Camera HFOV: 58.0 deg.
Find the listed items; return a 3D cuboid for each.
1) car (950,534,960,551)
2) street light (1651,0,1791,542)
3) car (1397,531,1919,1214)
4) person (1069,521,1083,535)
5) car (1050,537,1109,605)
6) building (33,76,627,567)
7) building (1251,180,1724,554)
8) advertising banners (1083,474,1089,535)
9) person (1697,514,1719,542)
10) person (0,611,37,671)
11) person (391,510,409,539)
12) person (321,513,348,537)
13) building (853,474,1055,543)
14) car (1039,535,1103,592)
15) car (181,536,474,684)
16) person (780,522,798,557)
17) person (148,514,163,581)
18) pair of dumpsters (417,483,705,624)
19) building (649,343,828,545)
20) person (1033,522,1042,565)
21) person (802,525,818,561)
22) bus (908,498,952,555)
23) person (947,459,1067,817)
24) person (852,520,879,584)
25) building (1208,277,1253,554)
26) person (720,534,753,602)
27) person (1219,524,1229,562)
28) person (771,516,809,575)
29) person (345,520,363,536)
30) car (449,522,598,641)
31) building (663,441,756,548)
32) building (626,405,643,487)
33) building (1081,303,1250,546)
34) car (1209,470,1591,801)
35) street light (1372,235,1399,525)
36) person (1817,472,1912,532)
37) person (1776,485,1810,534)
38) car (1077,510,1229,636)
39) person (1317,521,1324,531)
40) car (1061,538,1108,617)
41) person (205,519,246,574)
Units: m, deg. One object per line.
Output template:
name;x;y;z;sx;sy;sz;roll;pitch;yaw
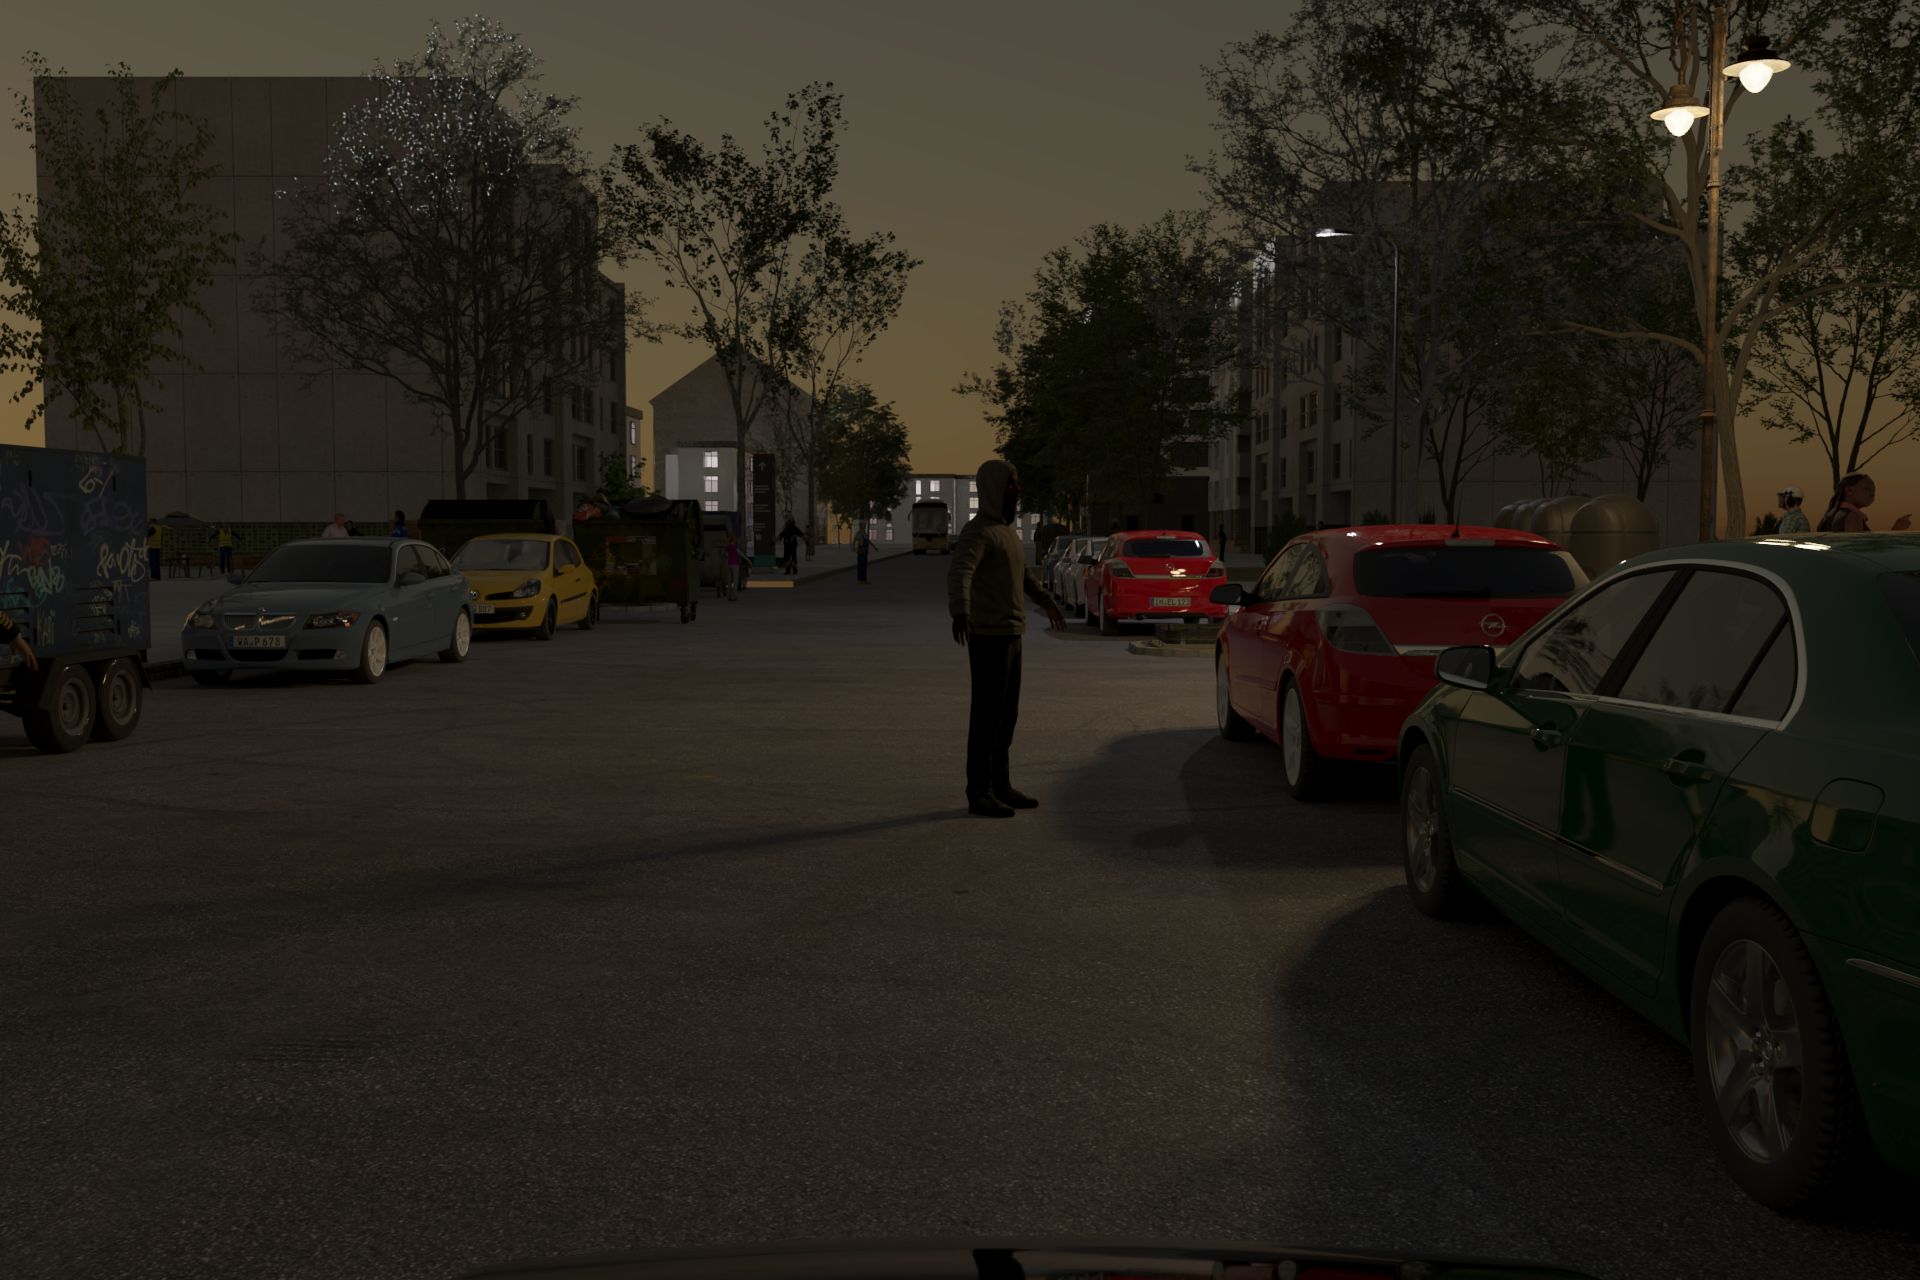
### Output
car;-0.510;-7.332;131.669;2.131;1.459;4.920;0;4;-1
street light;6.043;-2.517;13.947;0.468;5.910;1.993;0;4;1
car;2.616;0.411;5.071;2.131;1.459;4.920;0;4;1
person;5.237;-4.351;76.996;1.347;1.847;0.705;-1;4;-13
car;2.957;-1.458;36.195;2.083;1.381;4.827;0;3;0
building;-27.384;-13.248;83.064;16.747;18.905;31.486;0;3;0
building;26.835;-14.000;95.351;16.747;18.905;31.486;0;4;1
advertising banners;3.741;-3.381;51.469;0.090;3.025;2.074;0;4;1
person;19.416;-2.371;44.924;1.344;1.810;0.704;-3;5;-42
person;-4.191;0.120;6.428;1.347;1.837;0.705;-2;4;-25
person;-12.974;-2.082;40.023;0.704;1.831;1.345;0;4;0
person;-12.610;-1.722;35.136;0.436;1.711;0.756;3;4;38
building;-0.764;-18.131;241.052;28.070;9.664;9.099;0;4;-1
car;3.055;-1.985;44.465;2.014;1.417;4.499;0;4;-1
car;-6.418;-0.371;18.069;2.014;1.417;4.499;0;4;1
person;-7.632;-4.308;76.664;0.704;1.802;1.346;-3;5;-40
person;-22.065;-2.531;47.344;0.705;1.833;1.349;0;4;-2
pair of dumpsters;-6.420;-1.410;28.008;4.436;2.255;1.574;0;4;1
building;-25.798;-22.984;206.722;19.493;23.208;18.063;0;4;0
person;3.310;-4.022;72.024;0.705;1.796;1.348;-1;4;-22
person;-7.164;-4.638;82.636;0.721;1.733;1.217;-3;5;-42
bus;-1.976;-8.035;122.915;2.896;3.916;12.252;0;4;1
person;0.210;-0.021;8.927;0.705;1.813;1.348;2;4;24
person;-2.764;-2.523;49.564;0.705;1.847;1.347;2;4;28
building;23.286;-16.467;125.657;16.016;20.090;11.380;0;4;0
person;-4.768;-1.529;36.728;0.991;1.433;0.599;3;5;40
person;12.159;-4.467;79.760;0.721;1.740;1.216;1;4;23
person;-5.363;-3.005;54.905;1.354;1.856;0.705;1;4;22
person;-23.083;-3.630;65.533;1.347;1.806;0.705;0;4;-4
car;-6.326;-0.874;24.522;2.015;1.641;3.980;0;4;0
building;-24.524;-13.942;170.099;9.099;9.664;28.070;0;4;1
building;-26.131;-10.766;118.170;9.099;9.664;28.070;0;4;1
building;25.671;-19.909;169.483;27.936;21.610;32.646;0;4;1
car;2.691;-0.106;10.773;2.155;1.783;4.494;0;4;1
street light;7.170;-3.293;26.381;1.470;5.913;1.316;0;4;1
person;5.269;-0.158;10.104;0.415;1.643;0.593;-3;4;-38
person;9.674;-0.880;20.225;0.704;1.849;1.345;3;5;43
car;2.858;-1.024;25.778;2.155;1.783;4.494;0;4;0
person;14.351;-3.853;69.131;0.704;1.812;1.346;0;4;-2
car;2.897;-1.155;31.248;2.083;1.381;4.827;0;3;0
person;-23.498;-2.995;55.436;1.216;1.772;0.721;-2;4;-28
